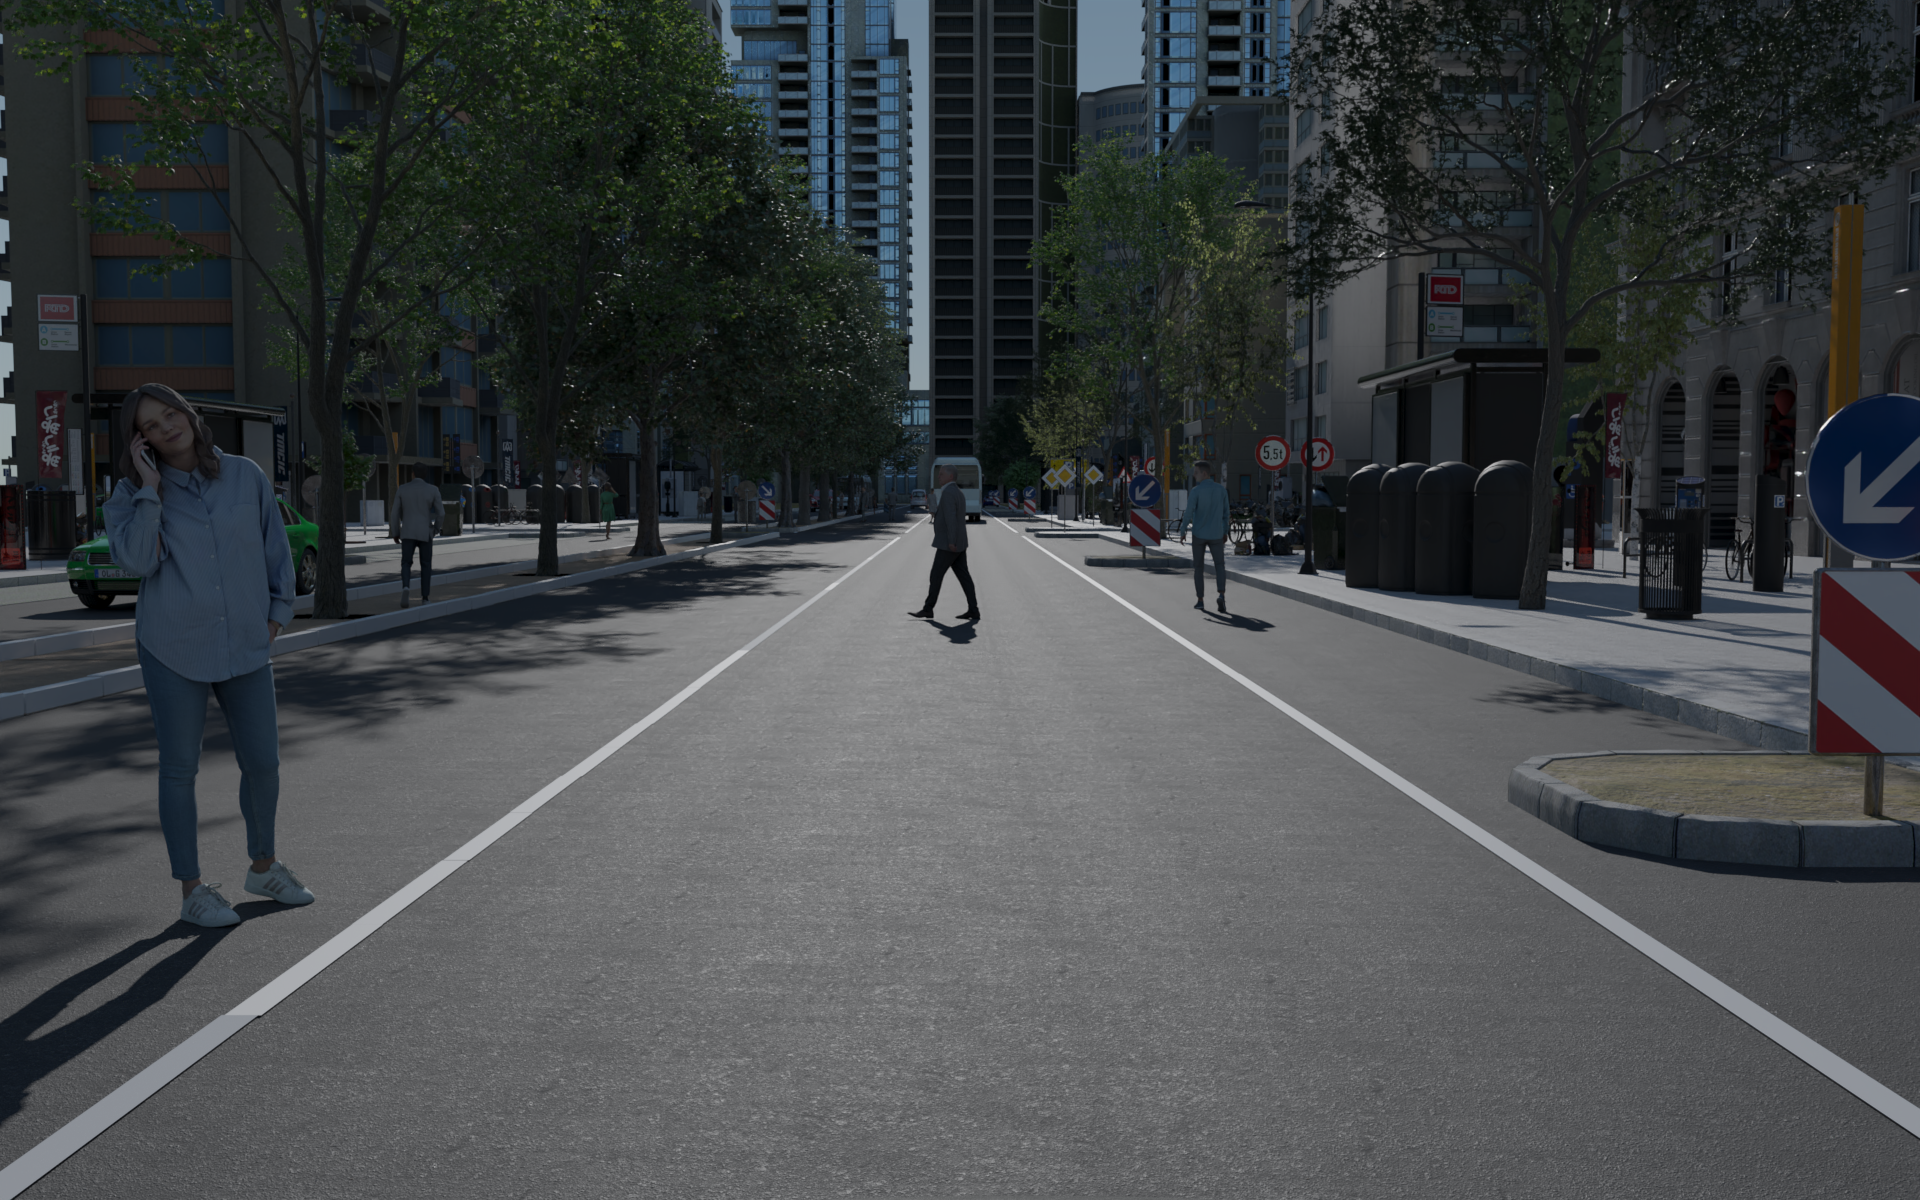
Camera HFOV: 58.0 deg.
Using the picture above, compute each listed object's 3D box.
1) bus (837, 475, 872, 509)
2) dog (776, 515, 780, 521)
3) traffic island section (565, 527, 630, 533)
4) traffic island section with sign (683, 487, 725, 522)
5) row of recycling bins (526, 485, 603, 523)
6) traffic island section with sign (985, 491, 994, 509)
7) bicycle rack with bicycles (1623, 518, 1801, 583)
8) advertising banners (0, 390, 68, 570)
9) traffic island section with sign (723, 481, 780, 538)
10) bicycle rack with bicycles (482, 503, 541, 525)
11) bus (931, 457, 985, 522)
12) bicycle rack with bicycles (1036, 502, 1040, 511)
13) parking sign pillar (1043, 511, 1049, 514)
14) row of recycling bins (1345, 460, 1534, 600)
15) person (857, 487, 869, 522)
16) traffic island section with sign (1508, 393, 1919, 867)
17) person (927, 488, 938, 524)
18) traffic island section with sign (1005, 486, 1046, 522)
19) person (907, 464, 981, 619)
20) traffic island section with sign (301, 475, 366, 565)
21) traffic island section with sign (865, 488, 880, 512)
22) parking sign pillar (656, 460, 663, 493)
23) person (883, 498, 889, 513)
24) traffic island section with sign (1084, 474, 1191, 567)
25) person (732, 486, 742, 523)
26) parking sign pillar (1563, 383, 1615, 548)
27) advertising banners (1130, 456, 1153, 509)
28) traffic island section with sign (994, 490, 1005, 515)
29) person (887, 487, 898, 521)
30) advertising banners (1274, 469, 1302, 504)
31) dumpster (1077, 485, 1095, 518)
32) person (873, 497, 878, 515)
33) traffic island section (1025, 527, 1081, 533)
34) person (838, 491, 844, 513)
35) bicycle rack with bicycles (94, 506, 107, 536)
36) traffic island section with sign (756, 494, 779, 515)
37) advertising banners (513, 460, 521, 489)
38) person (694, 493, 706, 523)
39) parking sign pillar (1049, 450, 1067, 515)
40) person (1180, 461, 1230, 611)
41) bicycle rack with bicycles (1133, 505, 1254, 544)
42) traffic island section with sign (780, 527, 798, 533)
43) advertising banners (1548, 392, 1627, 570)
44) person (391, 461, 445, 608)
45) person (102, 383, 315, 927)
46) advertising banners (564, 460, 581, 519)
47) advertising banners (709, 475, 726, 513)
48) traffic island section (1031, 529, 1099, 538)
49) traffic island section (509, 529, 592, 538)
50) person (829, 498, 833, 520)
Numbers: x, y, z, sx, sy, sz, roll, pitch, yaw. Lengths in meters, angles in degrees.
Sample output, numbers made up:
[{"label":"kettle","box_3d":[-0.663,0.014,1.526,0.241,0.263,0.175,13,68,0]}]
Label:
[{"label":"bus","box_3d":[-10.028,-10.363,164.293,2.948,3.499,13.247,0,4,0]},{"label":"dog","box_3d":[-8.975,-4.141,86.996,0.540,0.507,0.406,-3,4,-36]},{"label":"traffic island section","box_3d":[-13.648,-2.645,65.532,2.009,0.180,2.903,0,3,0]},{"label":"traffic island section with sign","box_3d":[-13.353,-5.016,90.639,1.989,1.847,2.006,0,3,0]},{"label":"row of recycling bins","box_3d":[-17.646,-4.306,77.516,3.534,1.692,1.069,-3,4,-36]},{"label":"traffic island section with sign","box_3d":[3.421,-9.742,167.915,1.989,1.847,2.006,0,3,0]},{"label":"bicycle rack with bicycles","box_3d":[11.559,-0.789,26.284,2.925,0.926,2.852,-3,5,-42]},{"label":"advertising banners","box_3d":[-16.059,-2.017,29.173,2.074,3.025,0.090,0,4,-4]},{"label":"traffic island section with sign","box_3d":[-7.193,-3.037,57.786,2.006,1.907,1.989,0,3,0]},{"label":"bicycle rack with bicycles","box_3d":[-18.367,-3.614,72.470,2.925,0.926,2.852,-1,4,-10]},{"label":"bus","box_3d":[-0.107,-6.039,93.605,2.948,3.499,13.247,0,4,1]},{"label":"bicycle rack with bicycles","box_3d":[7.073,-7.382,134.073,2.925,0.926,2.852,2,4,25]},{"label":"parking sign pillar","box_3d":[6.231,-7.720,114.691,1.447,3.967,1.447,0,4,-6]},{"label":"row of recycling bins","box_3d":[6.212,-0.946,22.573,1.069,1.692,3.534,-1,4,-21]},{"label":"person","box_3d":[-4.948,-4.874,88.295,0.694,1.812,0.767,3,5,41]},{"label":"traffic island section with sign","box_3d":[3.548,0.063,7.594,1.989,1.847,2.006,0,3,0]},{"label":"person","box_3d":[-1.303,-4.565,83.892,0.466,1.731,0.760,-3,5,-42]},{"label":"traffic island section with sign","box_3d":[3.486,-4.985,90.140,1.989,1.847,2.006,0,3,0]},{"label":"person","box_3d":[-0.181,-0.668,19.818,0.834,1.777,0.661,0,4,5]},{"label":"traffic island section with sign","box_3d":[-13.294,-1.636,35.382,1.989,1.847,2.006,0,3,0]},{"label":"traffic island section with sign","box_3d":[-7.261,-8.085,140.332,2.006,1.907,1.989,0,3,0]},{"label":"parking sign pillar","box_3d":[-22.896,-8.738,131.332,1.447,3.967,1.447,1,4,19]},{"label":"person","box_3d":[-5.350,-7.047,129.211,0.738,1.151,1.012,2,4,30]},{"label":"traffic island section with sign","box_3d":[3.531,-1.605,34.865,1.989,1.847,2.006,0,3,0]},{"label":"person","box_3d":[-11.122,-4.811,86.963,0.655,1.846,0.447,-1,4,-17]},{"label":"parking sign pillar","box_3d":[15.040,-3.256,41.708,1.447,3.967,1.447,3,5,41]},{"label":"advertising banners","box_3d":[8.639,-5.079,79.229,2.074,3.025,0.090,-2,4,-26]},{"label":"traffic island section with sign","box_3d":[3.457,-6.634,117.095,1.989,1.847,2.006,0,3,0]},{"label":"person","box_3d":[-3.646,-5.206,93.823,0.606,1.804,0.583,0,4,-3]},{"label":"advertising banners","box_3d":[19.110,-6.376,100.439,2.074,3.025,0.090,1,4,9]},{"label":"dumpster","box_3d":[6.727,-5.371,93.577,1.264,1.857,1.865,0,3,0]},{"label":"person","box_3d":[-5.915,-6.597,121.027,0.373,1.253,0.362,0,4,7]},{"label":"traffic island section","box_3d":[3.493,-2.646,65.541,2.009,0.180,2.903,0,3,0]},{"label":"person","box_3d":[-8.992,-7.440,130.481,0.374,1.781,0.599,-2,4,-34]},{"label":"bicycle rack with bicycles","box_3d":[-24.834,-2.402,52.648,2.852,0.926,2.925,-2,4,-35]},{"label":"traffic island section with sign","box_3d":[-13.360,-6.665,117.595,1.989,1.847,2.006,0,3,0]},{"label":"advertising banners","box_3d":[-22.613,-5.773,90.577,0.090,3.025,2.074,2,4,30]},{"label":"person","box_3d":[-12.969,-4.608,86.435,0.523,1.515,0.503,3,4,36]},{"label":"parking sign pillar","box_3d":[6.588,-7.235,106.768,1.447,3.967,1.447,2,4,29]},{"label":"person","box_3d":[3.035,-0.794,21.348,0.638,1.841,0.748,0,4,-1]},{"label":"bicycle rack with bicycles","box_3d":[6.618,-1.947,45.209,2.925,0.926,2.852,-3,4,-37]},{"label":"traffic island section with sign","box_3d":[-7.189,-3.490,65.193,2.006,1.907,1.989,0,3,0]},{"label":"advertising banners","box_3d":[10.620,-2.035,29.466,2.074,3.025,0.090,-2,4,-29]},{"label":"person","box_3d":[-6.837,-0.826,21.847,0.661,1.843,0.795,-1,4,-11]},{"label":"person","box_3d":[-2.515,0.180,5.821,0.793,1.790,0.793,1,4,20]},{"label":"advertising banners","box_3d":[-20.011,-5.575,87.335,2.074,3.025,0.090,0,4,-8]},{"label":"advertising banners","box_3d":[-16.832,-7.429,117.656,2.074,3.025,0.090,0,4,1]},{"label":"traffic island section","box_3d":[3.500,-2.158,57.556,2.009,0.180,2.903,0,3,0]},{"label":"traffic island section","box_3d":[-13.642,-2.157,57.547,2.009,0.180,2.903,0,3,0]},{"label":"person","box_3d":[-7.195,-4.979,94.926,0.505,1.210,0.382,1,4,13]}]
